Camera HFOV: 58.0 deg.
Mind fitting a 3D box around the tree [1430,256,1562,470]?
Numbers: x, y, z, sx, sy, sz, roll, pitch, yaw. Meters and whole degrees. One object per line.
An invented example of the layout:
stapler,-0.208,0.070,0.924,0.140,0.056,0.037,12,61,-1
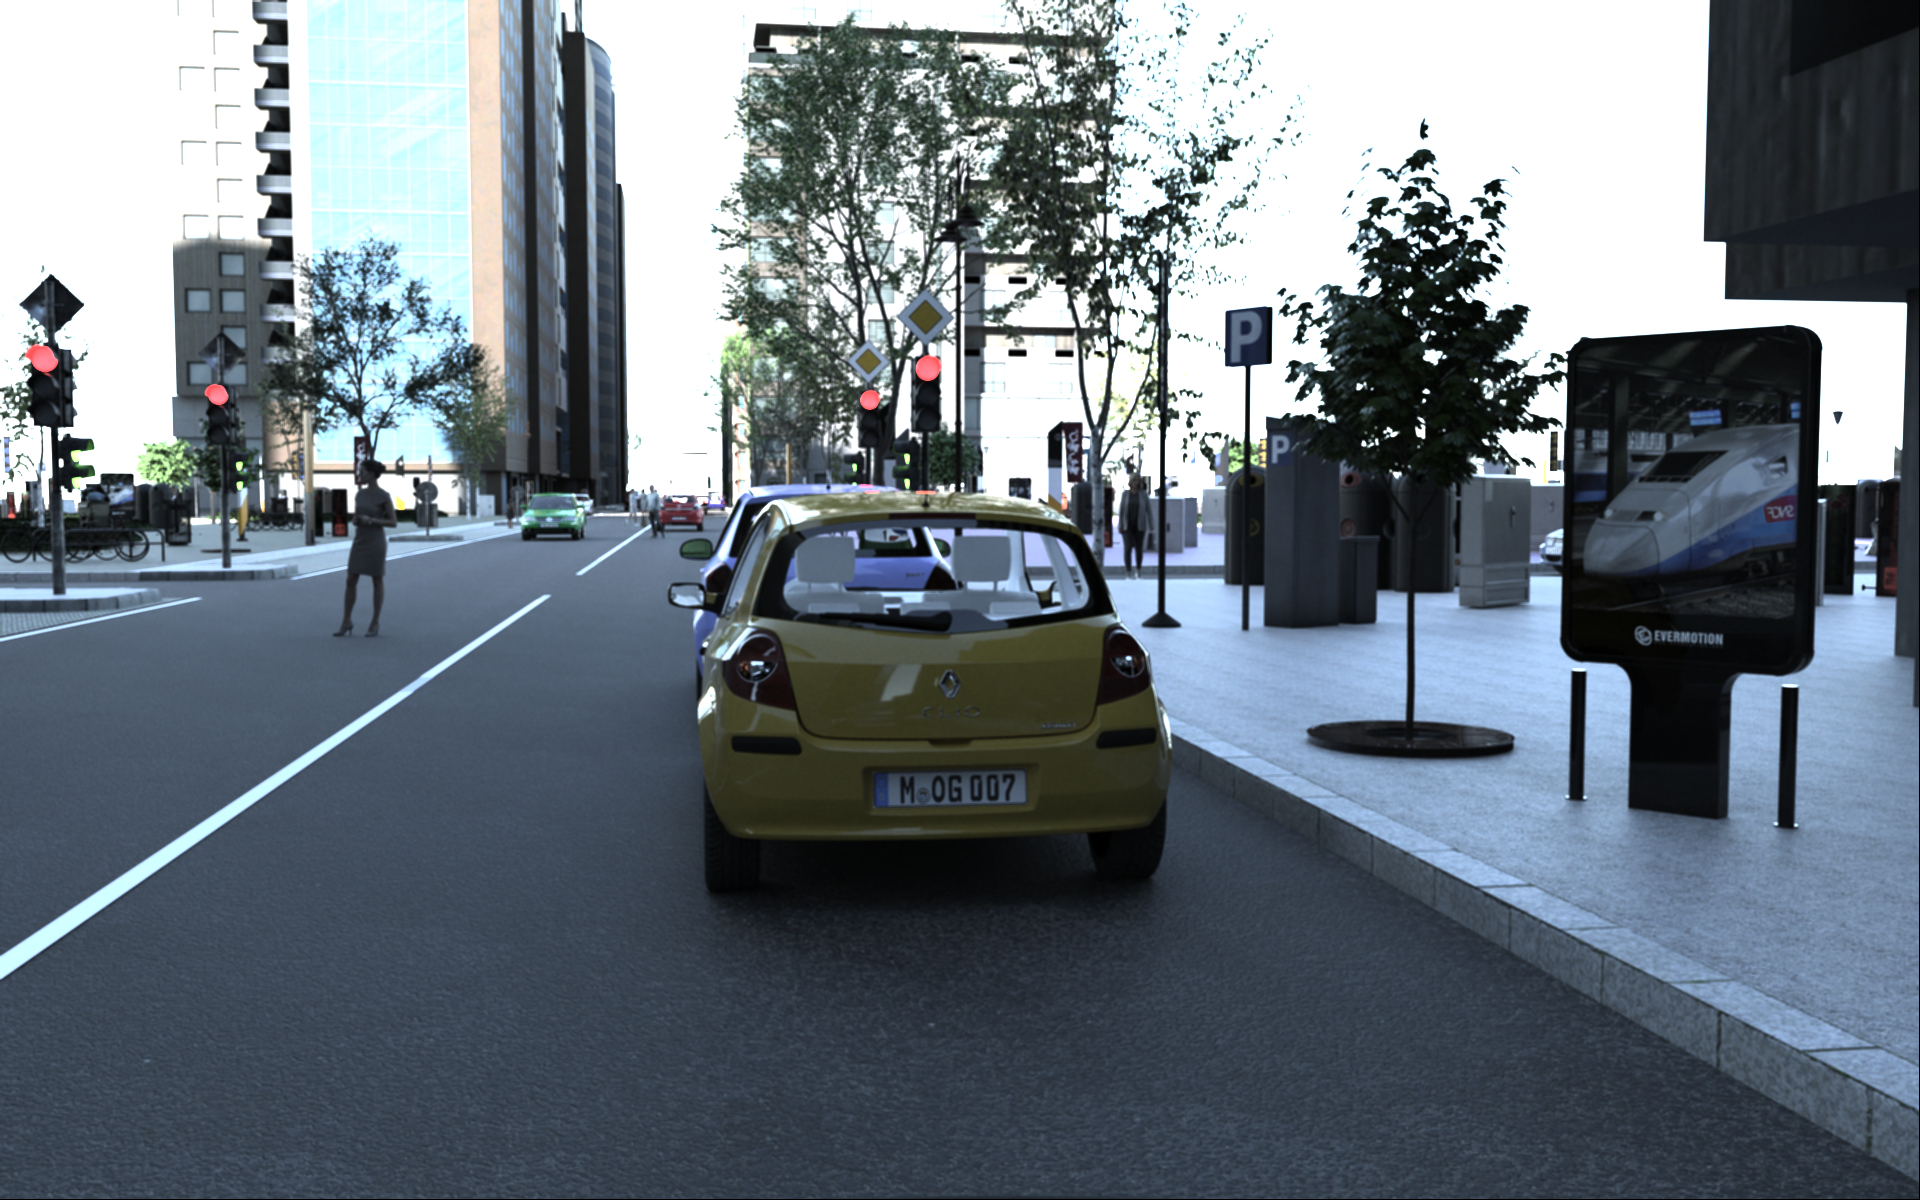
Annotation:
tree,15.986,-6.268,52.848,4.360,8.622,3.978,0,3,0

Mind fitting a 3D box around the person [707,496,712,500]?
person,-19.112,-7.347,129.335,1.217,1.736,0.721,0,4,5

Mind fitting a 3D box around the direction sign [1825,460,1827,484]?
direction sign,52.741,-6.946,105.557,0.379,3.537,0.876,2,4,28

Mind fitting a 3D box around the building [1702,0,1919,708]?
building,11.459,-14.417,7.426,14.160,30.474,14.107,-1,4,-9

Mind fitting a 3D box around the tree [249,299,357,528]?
tree,-24.991,-7.066,65.890,4.360,8.622,3.978,0,3,0

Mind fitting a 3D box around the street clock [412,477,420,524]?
street clock,-23.304,-4.266,74.312,0.358,2.002,0.471,-1,4,-9

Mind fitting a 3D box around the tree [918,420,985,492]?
tree,-0.589,-5.593,75.157,4.285,4.588,4.351,0,3,0

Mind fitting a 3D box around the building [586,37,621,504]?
building,-54.548,-41.415,219.141,21.231,58.520,28.212,-1,4,-9

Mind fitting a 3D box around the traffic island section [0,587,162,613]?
traffic island section,-11.568,0.004,22.216,2.009,0.180,2.903,-1,4,-9

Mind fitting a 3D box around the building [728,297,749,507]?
building,-8.334,-19.790,168.610,27.650,21.520,28.899,-1,4,-9

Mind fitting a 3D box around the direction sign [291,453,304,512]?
direction sign,-36.418,-6.322,95.355,0.379,3.537,0.876,2,4,26

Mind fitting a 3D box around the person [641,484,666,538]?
person,-10.002,-2.893,56.287,0.782,1.767,0.515,2,4,28

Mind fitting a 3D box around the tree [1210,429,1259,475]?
tree,14.079,-6.317,87.004,4.285,4.588,4.351,0,3,0

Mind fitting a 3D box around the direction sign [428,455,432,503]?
direction sign,-30.463,-6.579,99.570,0.379,3.537,0.876,-2,4,-29

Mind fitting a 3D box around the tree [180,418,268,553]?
tree,-16.197,-2.666,38.189,1.663,3.219,1.824,0,3,0

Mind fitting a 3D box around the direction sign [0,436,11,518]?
direction sign,-37.176,-4.604,67.264,0.876,3.537,0.379,1,4,20

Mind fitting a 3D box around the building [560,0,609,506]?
building,-50.528,-46.254,194.507,20.563,71.187,20.611,-1,4,-9

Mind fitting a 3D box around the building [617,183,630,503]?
building,-53.624,-36.165,241.401,14.600,45.320,14.200,-1,4,-9

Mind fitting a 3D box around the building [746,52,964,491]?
building,-7.497,-21.178,117.969,14.160,30.474,14.107,-1,4,-9

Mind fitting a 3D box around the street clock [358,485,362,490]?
street clock,-35.515,-5.991,102.520,0.358,2.002,0.471,-1,4,-20

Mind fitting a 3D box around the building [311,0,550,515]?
building,-36.618,-28.944,123.342,14.600,45.320,14.200,-1,4,-9

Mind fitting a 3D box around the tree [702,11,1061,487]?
tree,-1.613,-6.779,36.598,9.928,11.665,9.643,0,3,0

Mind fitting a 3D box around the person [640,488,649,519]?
person,-18.155,-5.585,100.180,0.716,1.782,0.532,1,4,23

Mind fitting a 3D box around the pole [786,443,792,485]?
pole,-6.889,-4.646,69.812,0.158,3.312,0.155,0,3,0

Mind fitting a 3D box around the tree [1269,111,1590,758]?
tree,2.447,-0.871,8.843,1.663,3.219,1.824,0,3,0

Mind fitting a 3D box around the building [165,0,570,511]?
building,-47.103,-33.843,142.576,28.713,52.752,27.495,-1,4,-9

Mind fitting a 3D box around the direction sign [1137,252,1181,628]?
direction sign,1.953,-1.510,16.690,0.379,3.537,0.876,1,4,12

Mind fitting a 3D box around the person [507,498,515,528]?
person,-18.771,-3.620,72.361,0.362,1.253,0.373,2,4,28

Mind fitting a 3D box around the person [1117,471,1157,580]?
person,2.947,-1.211,28.487,0.709,1.800,0.728,1,4,10

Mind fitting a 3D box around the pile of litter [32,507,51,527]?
pile of litter,-30.484,-2.689,57.935,1.176,0.858,1.719,-1,4,-8

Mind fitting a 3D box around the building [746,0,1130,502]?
building,-3.207,-33.621,138.936,28.713,52.752,27.495,-1,4,-9

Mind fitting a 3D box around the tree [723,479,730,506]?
tree,-25.134,-11.879,188.816,1.663,3.219,1.824,0,3,0

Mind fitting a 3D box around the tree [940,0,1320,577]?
tree,1.668,-4.242,19.722,4.360,8.622,3.978,0,3,0

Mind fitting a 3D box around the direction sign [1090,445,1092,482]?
direction sign,5.652,-5.080,75.063,0.379,3.537,0.876,3,5,43

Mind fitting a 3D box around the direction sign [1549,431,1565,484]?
direction sign,21.307,-4.251,61.499,0.379,3.537,0.876,-3,5,-41

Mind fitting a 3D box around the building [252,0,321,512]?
building,-35.241,-28.080,109.215,14.600,45.320,14.200,-1,4,-9

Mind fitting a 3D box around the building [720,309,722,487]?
building,-28.569,-29.738,257.910,14.160,30.474,14.107,-1,4,-9

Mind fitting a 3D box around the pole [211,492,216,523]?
pole,-32.665,-5.006,75.698,0.158,3.312,0.155,0,3,0

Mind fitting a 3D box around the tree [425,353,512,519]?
tree,-25.353,-8.547,90.106,4.360,8.622,3.978,0,3,0

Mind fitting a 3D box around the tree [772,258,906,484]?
tree,-3.910,-6.374,54.585,4.737,8.622,4.395,0,3,0

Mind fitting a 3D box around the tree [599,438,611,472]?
tree,-38.200,-13.886,177.398,4.360,8.622,3.978,0,3,0

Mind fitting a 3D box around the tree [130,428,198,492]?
tree,-39.691,-6.289,86.534,4.285,4.588,4.351,0,3,0

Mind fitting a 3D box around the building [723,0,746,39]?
building,-17.588,-40.760,208.416,21.231,58.520,28.212,-1,4,-9

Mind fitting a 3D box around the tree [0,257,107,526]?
tree,-28.512,-6.278,53.007,4.737,8.622,4.395,0,3,0

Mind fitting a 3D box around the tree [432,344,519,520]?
tree,-23.770,-8.198,84.394,4.737,8.622,4.395,0,3,0

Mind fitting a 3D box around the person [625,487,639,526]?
person,-14.780,-4.211,78.108,0.466,1.731,0.760,2,4,32

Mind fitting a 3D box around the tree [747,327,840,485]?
tree,-6.934,-7.663,75.656,4.360,8.622,3.978,0,3,0

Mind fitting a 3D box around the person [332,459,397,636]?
person,-6.004,-0.527,17.465,0.599,1.781,0.374,1,4,19

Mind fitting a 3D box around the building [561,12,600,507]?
building,-42.045,-31.489,164.947,14.600,45.320,14.200,-1,4,-9

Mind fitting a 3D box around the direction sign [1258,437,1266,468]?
direction sign,12.362,-4.733,69.381,0.876,3.537,0.379,-1,4,-14

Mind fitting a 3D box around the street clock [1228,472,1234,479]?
street clock,9.029,-3.243,57.594,0.358,2.002,0.471,0,4,2

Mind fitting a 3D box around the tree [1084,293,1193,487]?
tree,6.357,-6.828,62.008,4.737,8.622,4.395,0,3,0

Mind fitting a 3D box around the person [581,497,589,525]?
person,-17.291,-4.072,79.321,0.590,1.304,0.306,-2,4,-26

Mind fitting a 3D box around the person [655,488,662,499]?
person,-20.781,-6.738,118.676,1.348,1.824,0.705,2,4,34

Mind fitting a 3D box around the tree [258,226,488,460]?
tree,-20.124,-7.665,59.742,8.767,10.594,7.601,0,4,5

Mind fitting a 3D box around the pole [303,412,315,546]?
pole,-16.188,-3.010,43.061,0.158,3.312,0.155,0,3,0

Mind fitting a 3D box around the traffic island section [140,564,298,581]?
traffic island section,-12.766,-0.479,30.111,2.009,0.180,2.903,-1,4,-9
